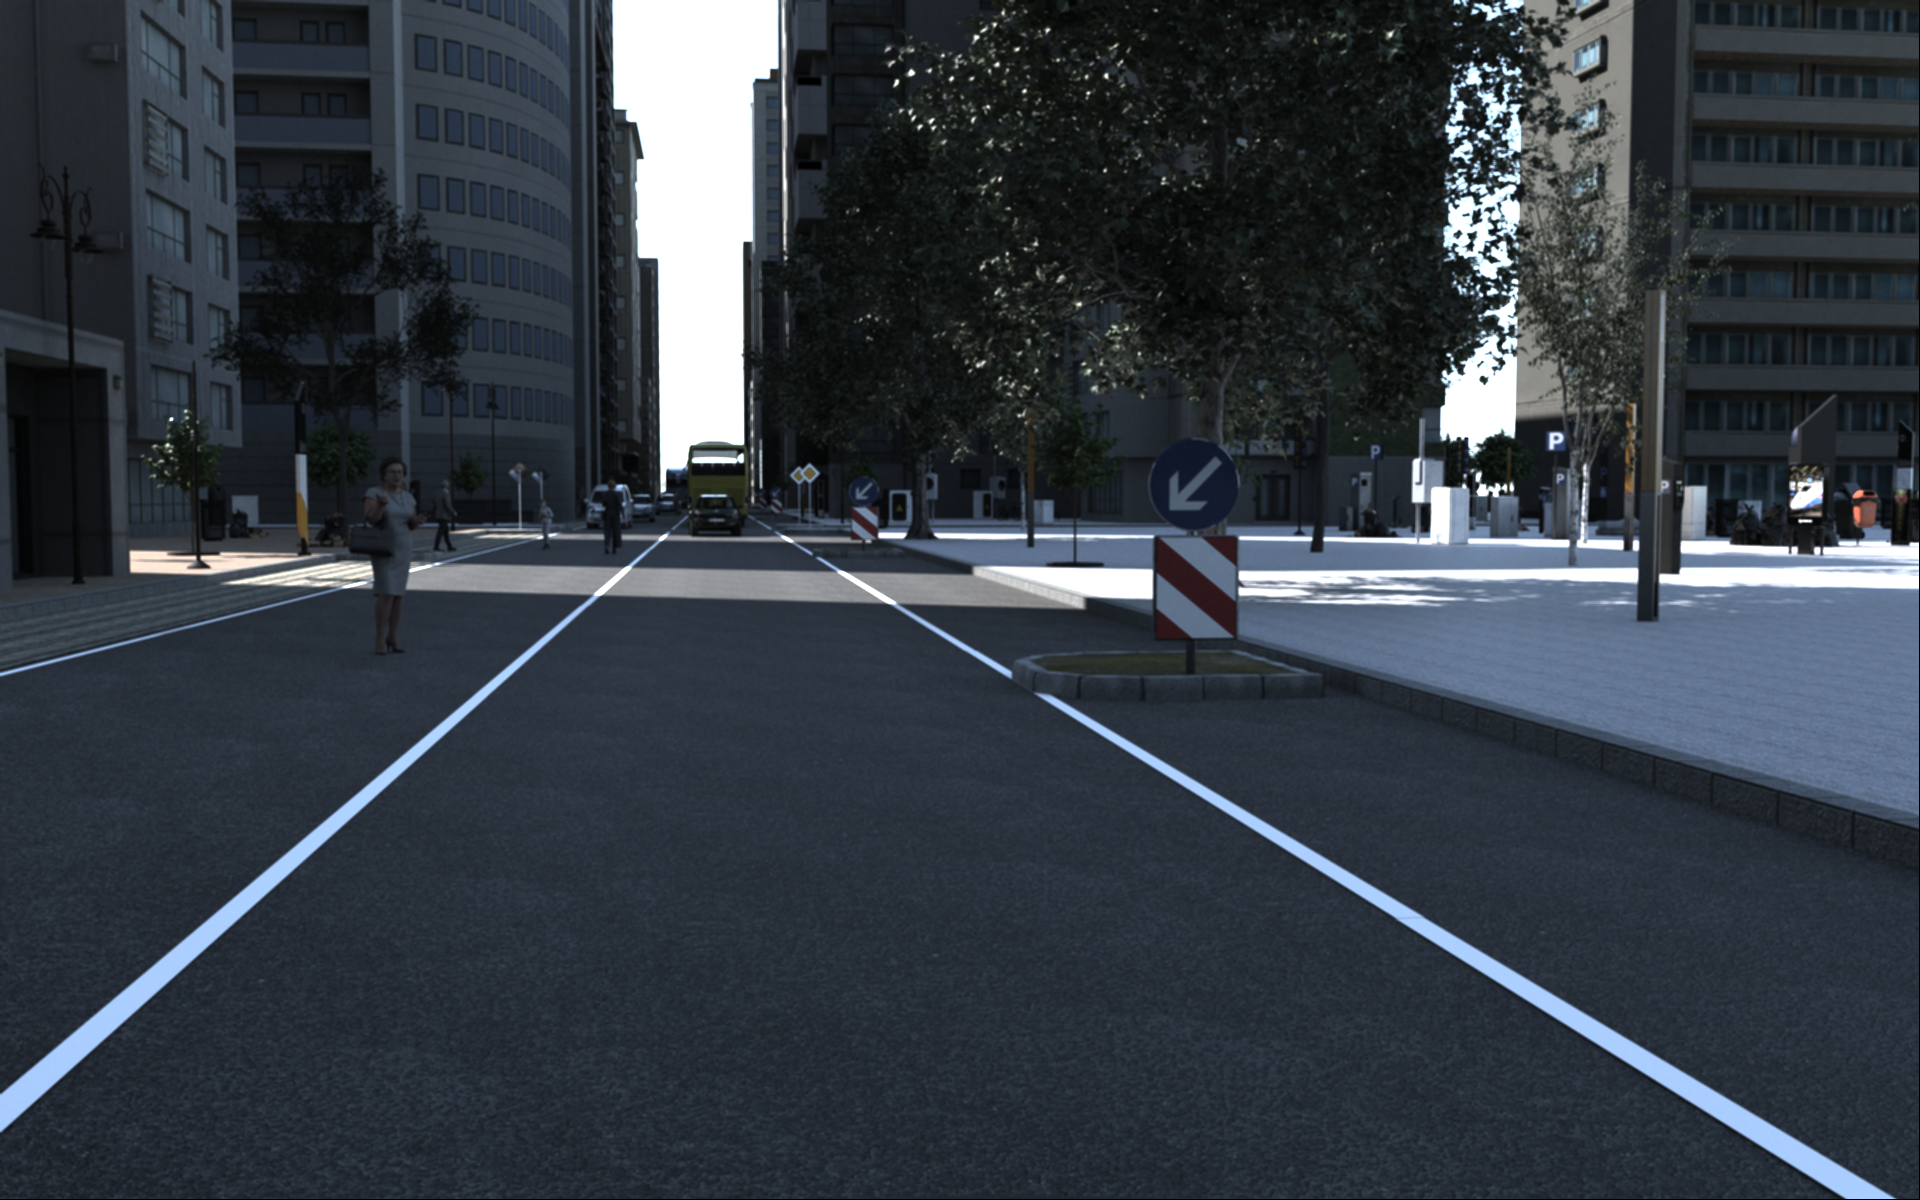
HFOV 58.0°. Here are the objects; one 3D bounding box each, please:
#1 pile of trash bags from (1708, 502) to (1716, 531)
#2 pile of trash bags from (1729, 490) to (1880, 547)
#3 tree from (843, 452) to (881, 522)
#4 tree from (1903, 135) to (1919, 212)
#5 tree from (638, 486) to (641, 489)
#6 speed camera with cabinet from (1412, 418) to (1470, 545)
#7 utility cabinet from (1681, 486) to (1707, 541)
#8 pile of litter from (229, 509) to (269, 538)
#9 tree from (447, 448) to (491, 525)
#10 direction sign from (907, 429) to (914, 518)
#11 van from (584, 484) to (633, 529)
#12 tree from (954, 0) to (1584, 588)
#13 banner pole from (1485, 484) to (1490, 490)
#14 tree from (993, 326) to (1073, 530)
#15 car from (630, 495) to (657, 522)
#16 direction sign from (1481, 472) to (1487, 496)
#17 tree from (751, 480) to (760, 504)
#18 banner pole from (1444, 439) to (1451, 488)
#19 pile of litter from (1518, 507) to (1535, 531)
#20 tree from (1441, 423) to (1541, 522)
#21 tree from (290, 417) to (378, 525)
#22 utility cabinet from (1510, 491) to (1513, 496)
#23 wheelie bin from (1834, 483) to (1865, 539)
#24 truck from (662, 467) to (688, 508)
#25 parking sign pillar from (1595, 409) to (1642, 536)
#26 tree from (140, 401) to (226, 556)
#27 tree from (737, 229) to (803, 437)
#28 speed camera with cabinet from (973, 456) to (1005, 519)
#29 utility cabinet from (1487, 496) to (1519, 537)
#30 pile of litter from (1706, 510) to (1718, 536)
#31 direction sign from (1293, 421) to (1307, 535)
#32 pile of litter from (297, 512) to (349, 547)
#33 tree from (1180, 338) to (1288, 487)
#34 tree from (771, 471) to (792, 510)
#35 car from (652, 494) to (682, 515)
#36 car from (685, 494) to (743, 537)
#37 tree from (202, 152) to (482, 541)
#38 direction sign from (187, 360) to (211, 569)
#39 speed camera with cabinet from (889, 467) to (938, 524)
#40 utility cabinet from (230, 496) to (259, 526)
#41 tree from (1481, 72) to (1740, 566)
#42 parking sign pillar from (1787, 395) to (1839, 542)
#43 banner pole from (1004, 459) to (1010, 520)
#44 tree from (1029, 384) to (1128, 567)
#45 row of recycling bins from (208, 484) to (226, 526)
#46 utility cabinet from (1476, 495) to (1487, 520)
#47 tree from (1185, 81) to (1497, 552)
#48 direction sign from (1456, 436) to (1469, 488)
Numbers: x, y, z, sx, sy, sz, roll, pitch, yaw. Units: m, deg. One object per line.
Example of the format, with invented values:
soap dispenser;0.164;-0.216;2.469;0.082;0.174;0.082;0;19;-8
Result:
pile of trash bags;25.129;-3.144;61.157;3.447;1.369;1.912;0;4;-4
pile of trash bags;21.167;-2.042;43.131;3.447;1.369;1.912;0;4;-4
tree;-4.670;-5.285;81.012;1.663;3.219;1.824;0;3;0
tree;16.518;-4.640;26.225;4.360;8.622;3.978;0;3;0
tree;-40.880;-13.535;215.892;1.663;3.219;1.824;0;3;0
speed camera with cabinet;12.400;-3.078;44.669;0.660;3.252;2.038;-1;4;-13
utility cabinet;20.113;-2.374;47.494;0.318;1.500;1.173;3;5;40
pile of litter;-20.956;-2.269;51.071;1.176;0.858;1.719;0;4;2
tree;-20.854;-4.809;73.236;1.663;3.219;1.824;0;3;0
direction sign;-1.610;-4.134;59.585;0.379;3.537;0.876;-2;4;-28
van;-14.594;-3.985;72.164;2.013;2.044;4.112;0;4;-7
tree;3.500;-6.521;23.629;9.611;12.733;9.660;0;3;0
banner pole;40.079;-8.654;131.512;0.401;3.779;0.863;3;5;42
tree;2.165;-6.753;60.779;4.737;8.622;4.395;0;3;0
car;-16.691;-4.754;89.737;2.014;1.417;4.499;-1;4;-9
direction sign;40.274;-8.589;132.419;0.876;3.537;0.379;0;4;4
tree;-26.607;-14.346;229.155;1.663;3.219;1.824;0;3;0
banner pole;22.202;-5.469;79.440;0.863;3.779;0.401;-1;4;-12
pile of litter;19.317;-2.856;60.663;1.176;0.858;1.719;-1;4;-18
tree;24.863;-5.876;79.786;4.285;4.588;4.351;0;3;0
tree;-25.682;-5.349;71.172;4.285;4.588;4.351;0;3;0
utility cabinet;45.186;-8.066;140.553;1.173;1.500;0.318;-1;4;-22
wheelie bin;25.385;-2.542;49.476;0.980;1.594;0.693;-2;4;-28
truck;-29.110;-11.572;178.963;2.967;4.110;18.799;-1;4;-9
parking sign pillar;20.536;-3.993;53.760;1.447;3.967;1.447;-1;4;-15
tree;-16.266;-2.551;36.318;1.663;3.219;1.824;0;3;0
tree;-1.215;-8.080;49.124;9.611;12.733;9.660;0;3;0
speed camera with cabinet;1.505;-5.744;88.255;0.660;3.252;2.038;3;4;38
utility cabinet;16.231;-2.475;51.630;1.020;1.237;0.306;-3;4;-37
pile of litter;22.970;-2.393;53.098;1.719;0.858;1.176;0;4;-1
direction sign;10.666;-3.812;54.321;0.379;3.537;0.876;-1;4;-13
pile of litter;-15.375;-1.722;42.127;1.719;0.858;1.176;3;4;38
tree;9.129;-6.684;59.651;4.737;8.622;4.395;0;3;0
tree;-14.899;-9.084;143.131;1.663;3.219;1.824;0;3;0
car;-20.122;-6.556;119.189;2.014;1.417;4.499;0;4;-7
car;-8.501;-3.070;59.975;2.009;1.686;4.222;-1;4;-10
tree;-16.372;-6.854;46.472;8.767;10.594;7.601;2;4;24
direction sign;-13.154;-2.313;29.819;0.379;3.537;0.876;-2;4;-25
speed camera with cabinet;-2.029;-4.948;75.228;2.038;3.252;0.660;1;4;11
utility cabinet;-28.943;-3.601;70.046;1.020;1.237;0.306;-2;4;-35
tree;11.081;-4.910;30.637;4.360;8.622;3.978;0;3;0
parking sign pillar;23.053;-3.572;46.875;1.447;3.967;1.447;-2;4;-24
banner pole;2.336;-5.890;86.320;0.401;3.779;0.863;0;4;-6
tree;2.062;-2.208;30.695;1.663;3.219;1.824;0;3;0
row of recycling bins;-31.231;-3.795;69.168;3.534;1.692;1.069;-1;4;-23
utility cabinet;25.143;-4.470;84.251;1.020;1.237;0.306;0;4;-8
tree;8.230;-6.331;37.926;7.601;10.594;8.767;1;4;9
direction sign;19.731;-4.653;68.067;0.876;3.537;0.379;-3;5;-42
